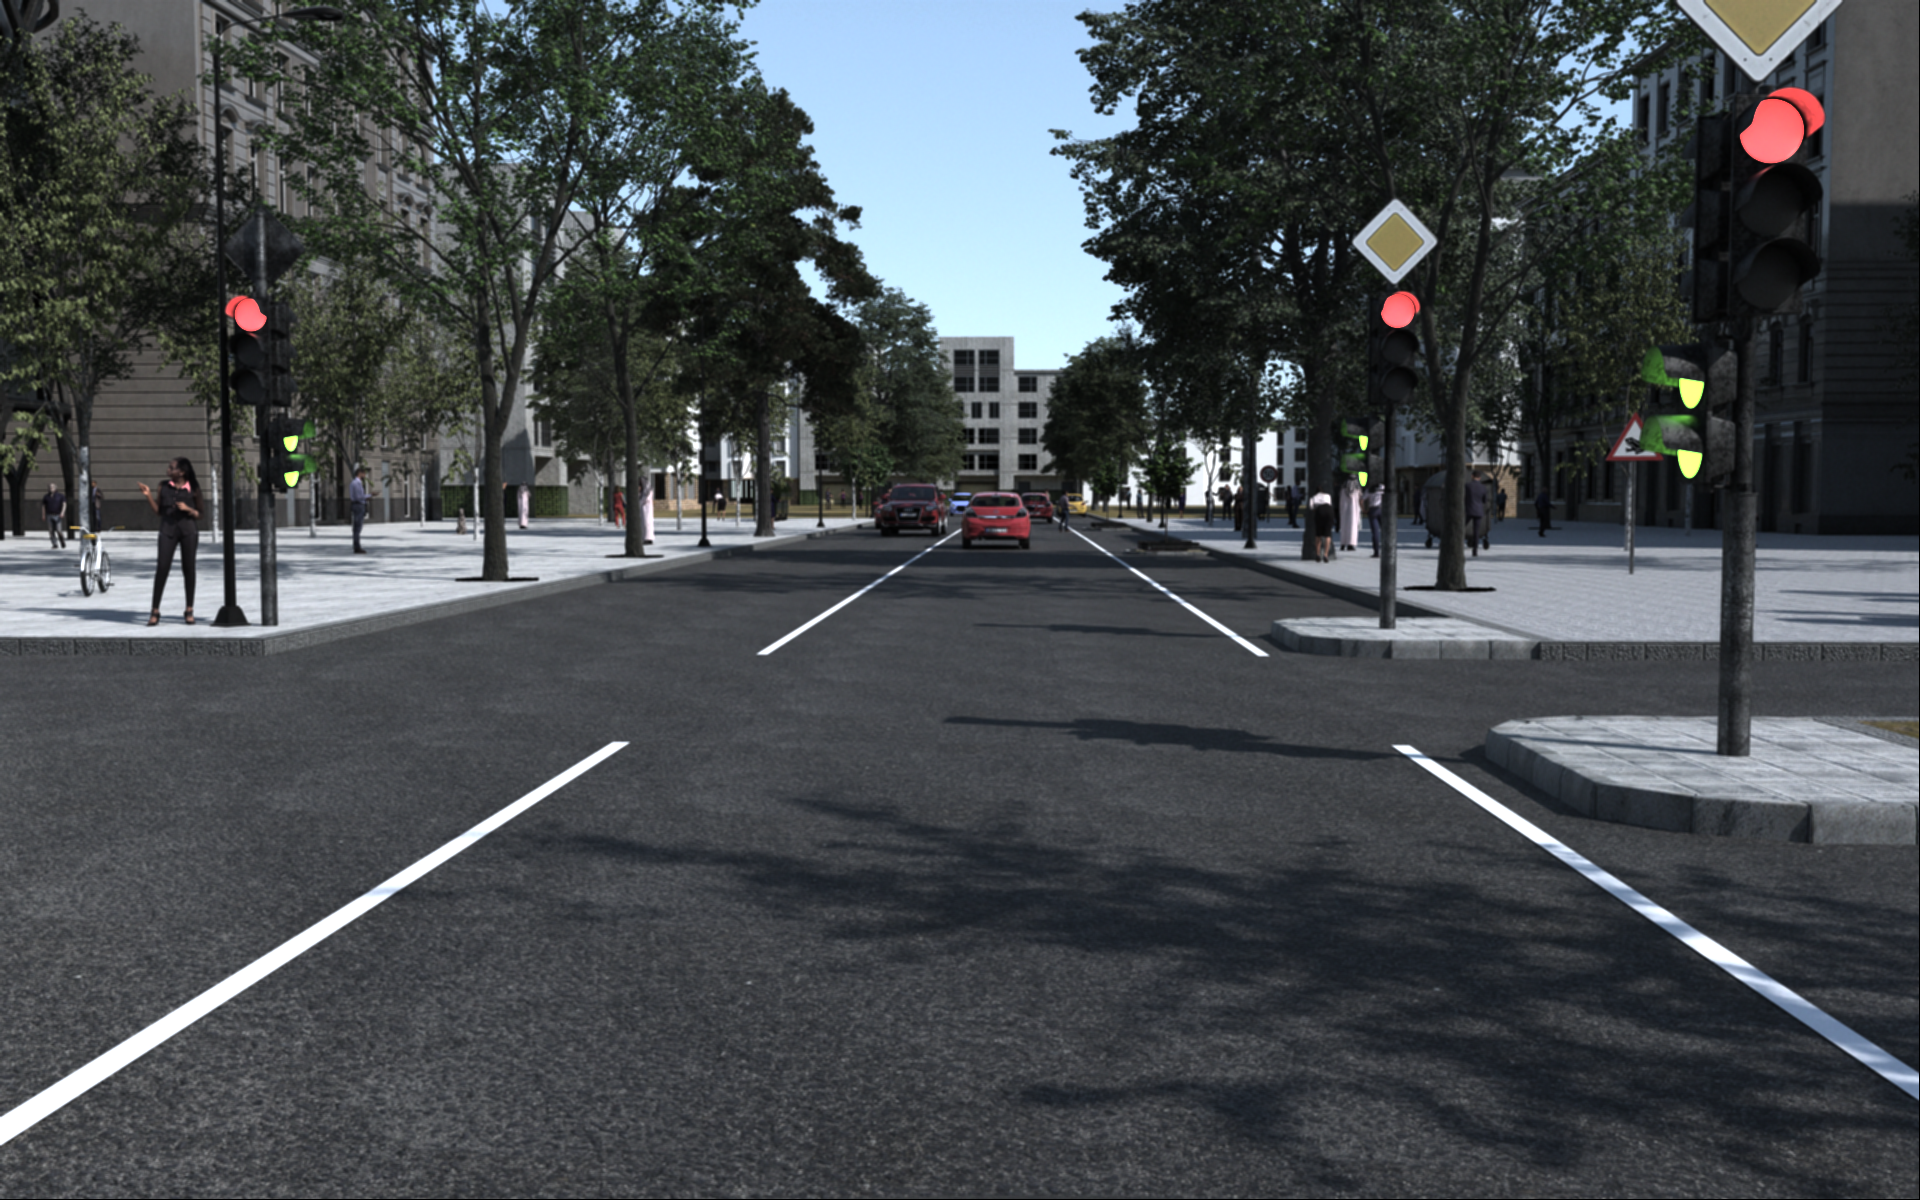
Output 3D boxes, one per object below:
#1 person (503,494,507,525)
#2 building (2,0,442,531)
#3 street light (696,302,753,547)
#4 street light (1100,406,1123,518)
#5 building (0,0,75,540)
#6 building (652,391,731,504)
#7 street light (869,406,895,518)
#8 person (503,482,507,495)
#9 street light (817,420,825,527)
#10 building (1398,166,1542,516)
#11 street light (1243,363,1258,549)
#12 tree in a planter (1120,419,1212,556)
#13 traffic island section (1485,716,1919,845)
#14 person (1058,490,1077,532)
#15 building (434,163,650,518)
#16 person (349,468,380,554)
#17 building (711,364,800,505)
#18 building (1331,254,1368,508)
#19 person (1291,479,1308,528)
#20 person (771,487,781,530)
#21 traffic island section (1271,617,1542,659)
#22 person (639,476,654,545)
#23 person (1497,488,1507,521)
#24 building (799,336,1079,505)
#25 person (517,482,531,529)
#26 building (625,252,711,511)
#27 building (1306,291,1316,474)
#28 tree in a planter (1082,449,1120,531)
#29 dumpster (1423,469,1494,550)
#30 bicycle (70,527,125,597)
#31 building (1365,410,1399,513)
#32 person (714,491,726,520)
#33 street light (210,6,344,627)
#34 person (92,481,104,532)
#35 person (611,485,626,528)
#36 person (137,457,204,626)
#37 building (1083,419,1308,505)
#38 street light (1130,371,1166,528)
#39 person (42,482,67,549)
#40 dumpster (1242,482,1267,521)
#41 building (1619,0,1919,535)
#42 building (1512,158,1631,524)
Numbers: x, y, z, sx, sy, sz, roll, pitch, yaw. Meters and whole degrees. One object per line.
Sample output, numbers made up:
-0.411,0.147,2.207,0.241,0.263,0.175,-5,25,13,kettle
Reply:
-15.644,-3.081,58.790,0.453,1.535,0.546,0,4,7,person
-31.066,-16.743,71.008,12.463,27.353,25.104,0,4,2,building
-5.696,-4.250,42.021,1.470,5.913,1.316,0,4,2,street light
7.945,-7.273,91.453,1.470,5.913,1.316,0,4,2,street light
-33.029,-10.835,44.603,16.820,18.784,16.811,0,4,2,building
-45.313,-22.386,209.991,32.646,21.610,27.936,0,4,2,building
-4.117,-7.294,91.805,1.470,5.913,1.316,0,4,2,street light
-12.078,-2.352,45.294,0.742,1.727,0.445,1,4,20,person
-4.856,-5.773,66.931,1.470,5.913,1.316,0,4,2,street light
36.307,-15.231,105.438,16.016,20.091,11.380,0,4,2,building
6.308,-4.167,40.671,1.470,5.913,1.316,0,4,2,street light
4.926,-2.693,41.257,1.991,3.239,1.994,0,4,2,tree in a planter
3.829,0.841,8.526,2.009,0.180,2.903,0,4,2,traffic island section
3.975,-3.350,65.224,0.435,1.587,0.963,-3,5,-40,person
-31.167,-14.817,108.723,16.747,18.905,31.486,0,4,2,building
-12.875,-1.930,37.462,0.599,1.838,0.709,-2,4,-29,person
-23.510,-21.220,203.373,11.380,20.091,16.016,0,4,2,building
37.101,-16.713,129.674,16.016,20.091,11.380,0,4,2,building
12.851,-3.649,65.571,0.599,1.838,0.709,0,4,5,person
-6.729,-3.281,62.060,0.453,1.535,0.546,1,4,17,person
4.095,0.353,16.507,2.009,0.180,2.903,0,4,2,traffic island section
-7.992,-2.274,43.893,0.551,1.740,0.621,3,4,36,person
25.484,-4.482,81.542,0.499,1.552,0.429,3,4,38,person
-2.080,-20.582,202.976,31.486,18.905,16.747,0,4,2,building
-15.969,-3.469,63.434,0.551,1.740,0.621,0,4,4,person
-27.823,-17.478,142.192,11.380,20.091,16.016,0,4,2,building
36.854,-17.458,141.851,16.016,20.091,11.380,0,4,2,building
5.822,-4.341,68.197,1.991,3.239,1.994,0,4,2,tree in a planter
11.670,-2.128,40.548,1.264,1.857,1.865,0,4,2,dumpster
-11.026,-0.541,22.063,0.635,0.972,1.543,-1,4,-15,bicycle
36.956,-15.951,117.218,16.016,20.091,11.380,0,4,2,building
-11.691,-4.588,84.253,0.799,1.438,0.628,1,4,20,person
-6.560,-2.698,16.661,1.470,5.913,1.316,0,4,2,street light
-28.959,-3.120,57.880,0.655,1.722,0.431,1,4,20,person
-12.777,-3.503,65.028,0.593,1.614,0.444,3,4,36,person
-7.686,-0.575,16.921,0.415,1.643,0.593,2,4,33,person
27.622,-15.691,198.702,28.070,9.664,9.099,0,4,2,building
7.142,-5.693,65.619,1.470,5.913,1.316,0,4,2,street light
-21.067,-1.969,40.453,0.569,1.553,0.471,2,4,26,person
14.258,-4.817,84.524,1.264,1.857,1.865,0,4,2,dumpster
31.669,-13.018,61.990,9.793,20.994,18.267,0,4,2,building
33.520,-13.225,80.856,10.561,19.102,19.286,0,4,2,building
